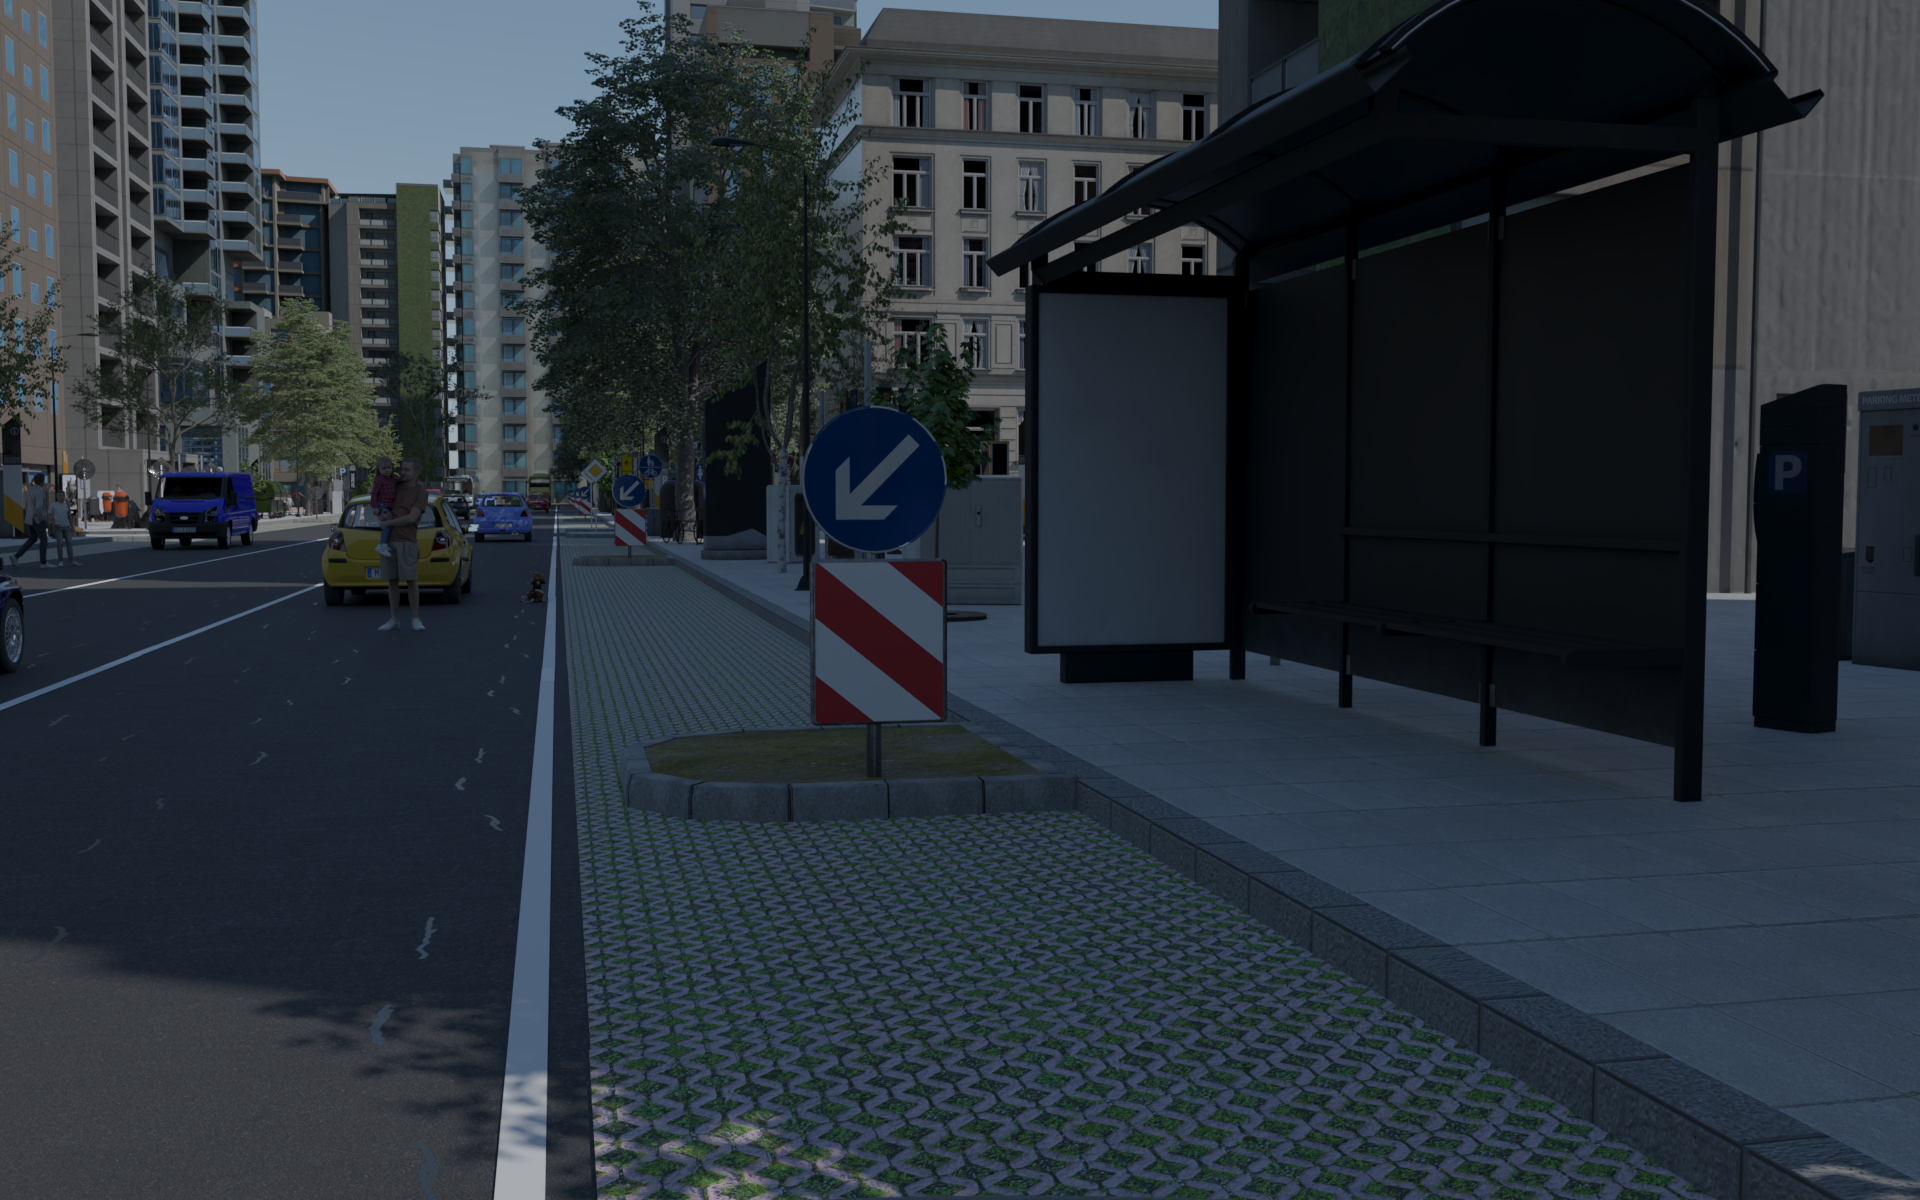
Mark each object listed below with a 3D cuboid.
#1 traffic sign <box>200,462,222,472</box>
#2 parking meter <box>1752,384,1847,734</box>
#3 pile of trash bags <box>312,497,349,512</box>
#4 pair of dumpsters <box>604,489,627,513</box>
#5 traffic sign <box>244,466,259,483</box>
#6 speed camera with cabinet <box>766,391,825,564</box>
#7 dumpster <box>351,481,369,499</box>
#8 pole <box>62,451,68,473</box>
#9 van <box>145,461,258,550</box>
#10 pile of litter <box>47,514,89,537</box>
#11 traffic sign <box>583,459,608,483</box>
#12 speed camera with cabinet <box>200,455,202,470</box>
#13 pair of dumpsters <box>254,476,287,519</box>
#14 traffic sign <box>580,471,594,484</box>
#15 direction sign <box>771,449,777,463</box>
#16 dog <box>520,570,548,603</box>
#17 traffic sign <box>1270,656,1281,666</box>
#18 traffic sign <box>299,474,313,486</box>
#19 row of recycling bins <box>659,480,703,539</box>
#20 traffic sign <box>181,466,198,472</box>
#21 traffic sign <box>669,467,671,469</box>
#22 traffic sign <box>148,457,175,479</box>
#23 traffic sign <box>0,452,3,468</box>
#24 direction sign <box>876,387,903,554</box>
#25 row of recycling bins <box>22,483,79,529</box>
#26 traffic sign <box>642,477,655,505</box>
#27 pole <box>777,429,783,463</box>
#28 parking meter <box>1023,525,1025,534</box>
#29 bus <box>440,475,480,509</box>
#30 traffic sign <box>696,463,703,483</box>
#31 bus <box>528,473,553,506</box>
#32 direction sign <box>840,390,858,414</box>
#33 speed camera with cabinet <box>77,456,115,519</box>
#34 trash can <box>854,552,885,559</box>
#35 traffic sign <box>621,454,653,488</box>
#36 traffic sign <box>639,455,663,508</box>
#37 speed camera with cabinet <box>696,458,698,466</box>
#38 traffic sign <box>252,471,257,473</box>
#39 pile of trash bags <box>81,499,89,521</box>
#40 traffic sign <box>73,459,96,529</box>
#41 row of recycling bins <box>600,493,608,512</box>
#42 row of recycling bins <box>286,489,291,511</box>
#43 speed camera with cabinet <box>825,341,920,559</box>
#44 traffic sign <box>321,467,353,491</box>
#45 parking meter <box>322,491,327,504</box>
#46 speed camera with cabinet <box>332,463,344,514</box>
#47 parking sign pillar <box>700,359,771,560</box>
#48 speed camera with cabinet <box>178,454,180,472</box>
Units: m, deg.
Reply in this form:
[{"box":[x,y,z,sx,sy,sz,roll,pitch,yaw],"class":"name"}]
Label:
[{"box":[-26.745,-3.650,61.874,0.795,2.593,0.064,-1,4,-13],"class":"traffic sign"},{"box":[4.553,-0.227,9.422,0.255,1.863,0.399,-2,4,-30],"class":"parking meter"},{"box":[-44.710,-6.869,122.055,1.912,1.369,3.447,2,4,27],"class":"pile of trash bags"},{"box":[-23.314,-7.046,117.696,1.574,2.255,4.437,-1,4,-13],"class":"pair of dumpsters"},{"box":[-32.957,-4.907,80.238,0.884,2.594,0.081,-1,4,-13],"class":"traffic sign"},{"box":[-2.836,-2.347,32.714,0.660,3.252,2.038,2,4,30],"class":"speed camera with cabinet"},{"box":[-46.075,-7.986,133.058,1.502,2.255,1.985,-1,4,-13],"class":"dumpster"},{"box":[-42.061,-5.356,81.409,0.158,3.312,0.155,0,3,0],"class":"pole"},{"box":[-20.358,-2.584,46.625,2.240,2.365,5.245,-1,4,-13],"class":"van"},{"box":[-26.926,-2.349,52.373,1.176,0.858,1.719,0,4,3],"class":"pile of litter"},{"box":[-11.982,-3.357,57.076,0.795,2.593,0.064,-1,4,-13],"class":"traffic sign"},{"box":[-38.541,-5.814,89.393,0.660,3.252,2.038,3,5,40],"class":"speed camera with cabinet"},{"box":[-35.996,-5.337,89.756,1.574,2.255,4.437,-1,4,-13],"class":"pair of dumpsters"},{"box":[-13.790,-3.833,64.854,0.795,2.593,0.064,-1,4,-13],"class":"traffic sign"},{"box":[-8.737,-5.452,81.140,0.379,3.537,0.876,-2,4,-31],"class":"direction sign"},{"box":[-5.727,-0.177,23.088,0.550,0.427,0.748,2,4,31],"class":"dog"},{"box":[2.365,-0.783,12.916,0.768,2.556,0.104,0,4,-4],"class":"traffic sign"},{"box":[-41.171,-6.665,108.969,0.884,2.594,0.081,-1,4,-11],"class":"traffic sign"},{"box":[-7.406,-2.649,50.417,3.534,1.692,1.069,3,4,36],"class":"row of recycling bins"},{"box":[-34.925,-4.799,78.565,0.768,2.556,0.104,-1,4,-8],"class":"traffic sign"},{"box":[-12.137,-4.374,71.252,0.795,2.593,0.064,0,4,-8],"class":"traffic sign"},{"box":[-24.936,-3.175,54.096,0.795,2.593,0.064,-1,4,-13],"class":"traffic sign"},{"box":[-29.118,-3.199,52.410,0.768,2.556,0.104,0,4,-5],"class":"traffic sign"},{"box":[-1.387,-2.746,36.892,0.876,3.537,0.379,-2,4,-28],"class":"direction sign"},{"box":[-33.960,-3.472,63.886,1.069,1.692,3.534,1,4,10],"class":"row of recycling bins"},{"box":[-11.723,-4.056,66.320,0.884,2.594,0.081,-1,4,-11],"class":"traffic sign"},{"box":[-5.638,-3.701,54.355,0.158,3.312,0.155,0,3,0],"class":"pole"},{"box":[1.906,-2.870,55.342,0.372,1.533,0.369,0,3,0],"class":"parking meter"},{"box":[-47.018,-10.311,163.450,2.948,3.499,13.247,-1,4,-12],"class":"bus"},{"box":[-10.730,-4.409,72.197,0.768,2.556,0.104,0,4,-5],"class":"traffic sign"},{"box":[-49.788,-13.084,205.476,2.896,3.916,12.252,-1,4,-13],"class":"bus"},{"box":[-2.436,-2.815,38.023,0.379,3.537,0.876,-2,4,-27],"class":"direction sign"},{"box":[-45.307,-5.884,90.531,0.660,3.252,2.038,2,4,30],"class":"speed camera with cabinet"},{"box":[-1.664,-1.211,31.452,0.748,1.137,0.748,0,3,0],"class":"trash can"},{"box":[-16.094,-5.770,88.214,2.265,3.308,0.079,-1,4,-8],"class":"traffic sign"},{"box":[-10.035,-3.433,56.229,0.768,2.556,0.104,0,4,-6],"class":"traffic sign"},{"box":[-13.898,-5.978,92.076,0.660,3.252,2.038,1,4,11],"class":"speed camera with cabinet"},{"box":[-38.283,-5.727,93.747,0.768,2.556,0.104,-1,4,-11],"class":"traffic sign"},{"box":[-40.507,-4.422,82.057,1.912,1.369,3.447,-2,4,-31],"class":"pile of trash bags"},{"box":[-31.669,-3.826,62.660,0.768,2.556,0.104,0,4,-6],"class":"traffic sign"},{"box":[-26.126,-7.390,127.932,1.069,1.692,3.534,-1,4,-13],"class":"row of recycling bins"},{"box":[-51.985,-7.642,132.066,1.069,1.692,3.534,-3,5,-42],"class":"row of recycling bins"},{"box":[-0.694,-1.753,22.999,2.038,3.252,0.660,-2,4,-30],"class":"speed camera with cabinet"},{"box":[-46.479,-8.279,129.228,2.265,3.308,0.079,-1,4,-11],"class":"traffic sign"},{"box":[-47.561,-7.576,129.579,0.255,1.863,0.399,0,4,4],"class":"parking meter"},{"box":[-39.921,-7.142,111.100,0.660,3.252,2.038,-1,4,-16],"class":"speed camera with cabinet"},{"box":[-4.411,-2.797,34.202,1.447,3.967,1.447,-1,4,-17],"class":"parking sign pillar"},{"box":[-39.154,-5.651,86.723,0.660,3.252,2.038,-1,4,-15],"class":"speed camera with cabinet"}]
